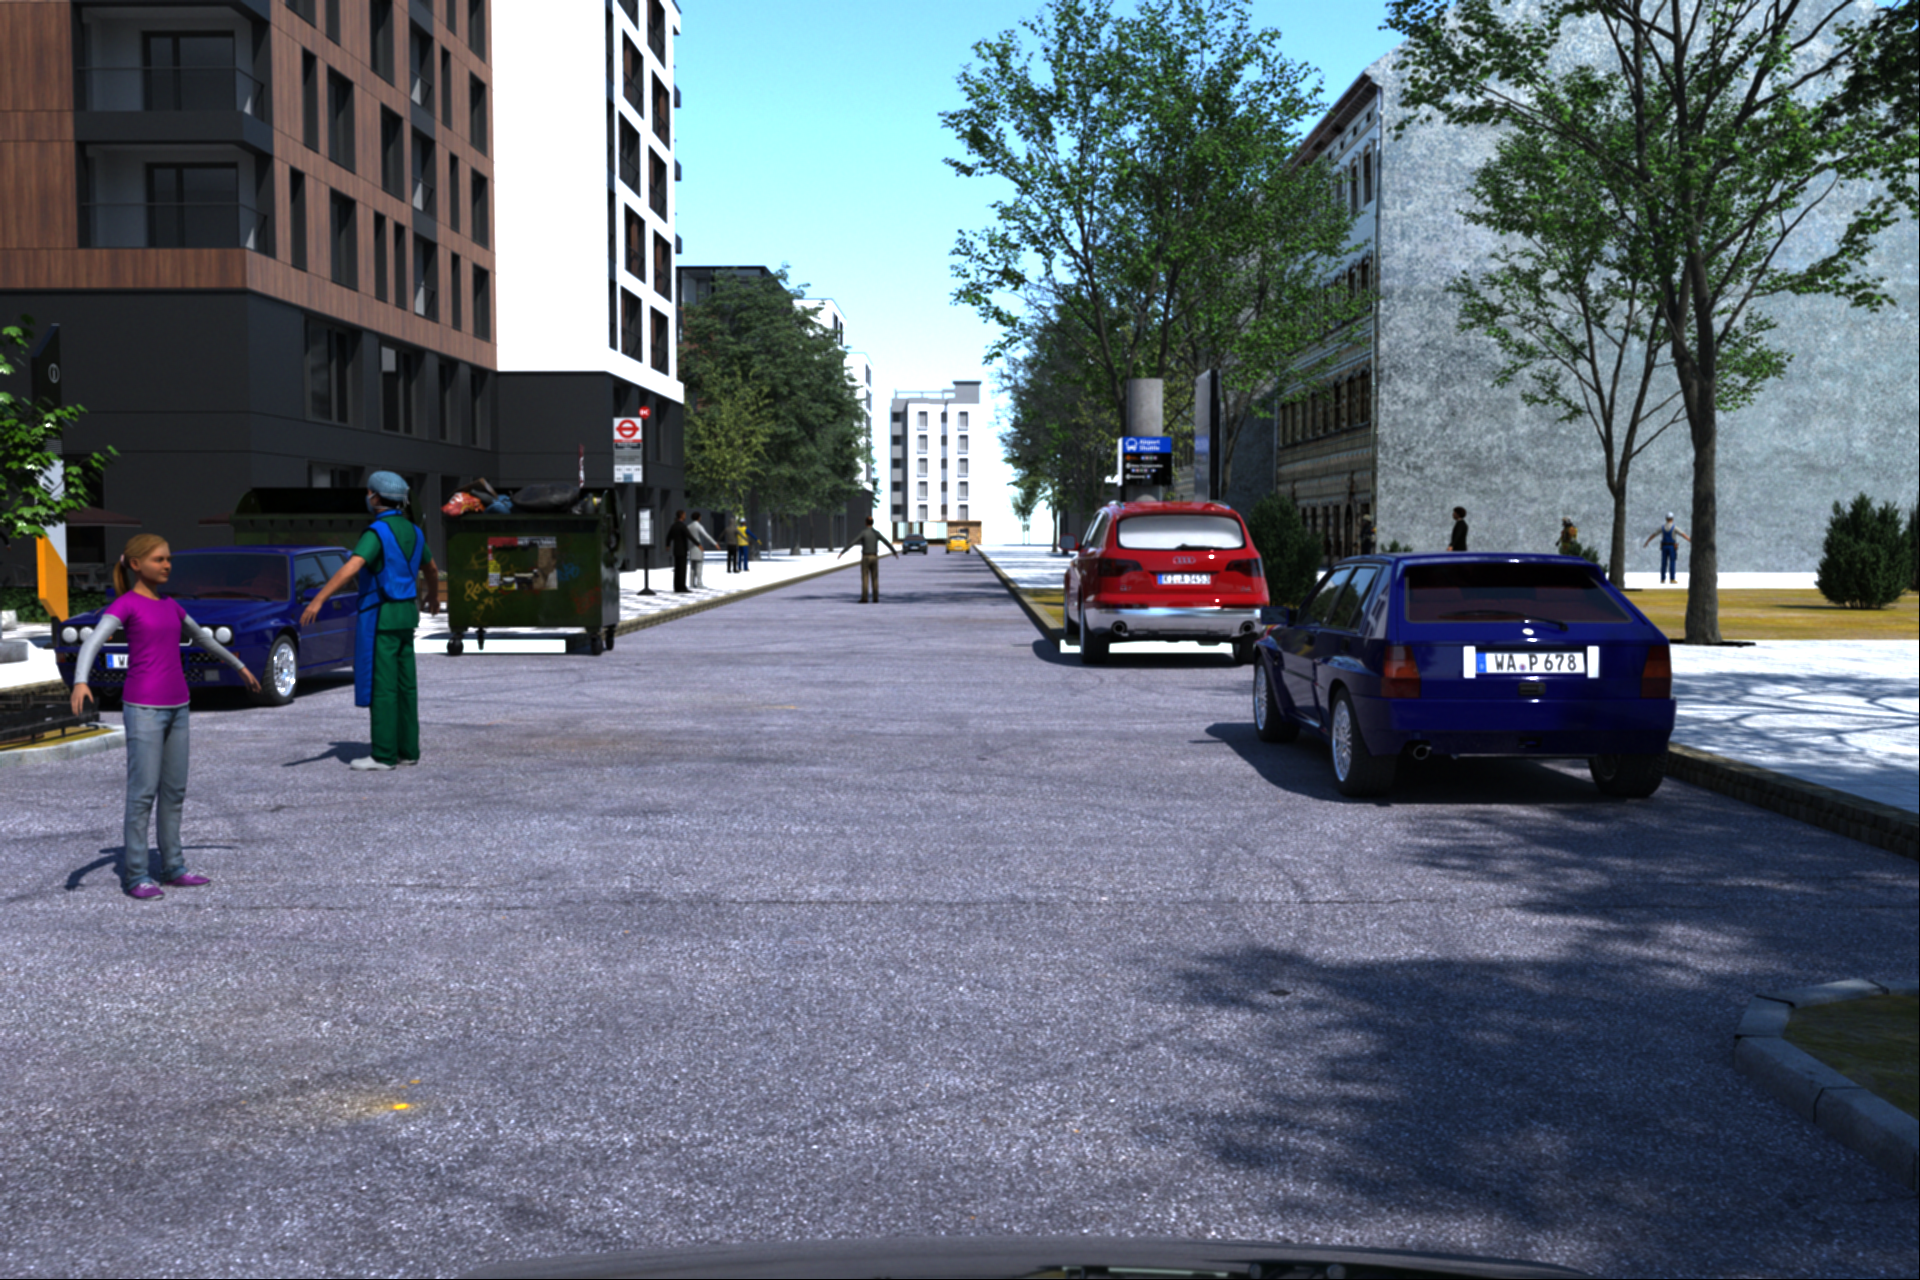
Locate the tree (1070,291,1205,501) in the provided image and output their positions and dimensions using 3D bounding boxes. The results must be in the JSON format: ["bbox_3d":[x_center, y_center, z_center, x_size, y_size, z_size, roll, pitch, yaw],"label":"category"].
[{"bbox_3d":[5.594,-6.152,50.947,4.737,8.622,4.395,0,3,0],"label":"tree"}]

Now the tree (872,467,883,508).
[{"bbox_3d":[-13.268,-18.381,218.652,7.486,12.596,7.792,0,3,0],"label":"tree"}]

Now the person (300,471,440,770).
[{"bbox_3d":[-3.534,-0.125,10.633,0.704,1.817,1.347,1,4,16],"label":"person"}]

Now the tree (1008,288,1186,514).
[{"bbox_3d":[5.785,-8.987,72.698,9.928,11.665,9.643,0,3,0],"label":"tree"}]

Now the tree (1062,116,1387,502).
[{"bbox_3d":[6.333,-7.107,41.949,9.928,11.665,9.643,0,3,0],"label":"tree"}]

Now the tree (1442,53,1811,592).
[{"bbox_3d":[14.773,-6.908,38.708,9.928,11.665,9.643,0,3,0],"label":"tree"}]

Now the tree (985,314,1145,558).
[{"bbox_3d":[6.368,-11.049,91.022,12.009,13.543,11.850,0,3,0],"label":"tree"}]

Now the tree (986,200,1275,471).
[{"bbox_3d":[6.129,-9.247,61.561,12.009,13.543,11.850,0,3,0],"label":"tree"}]

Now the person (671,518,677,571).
[{"bbox_3d":[-9.762,-3.293,59.779,0.705,1.837,1.347,-2,4,-32],"label":"person"}]

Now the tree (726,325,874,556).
[{"bbox_3d":[-9.730,-11.897,101.175,9.857,13.997,8.962,0,3,0],"label":"tree"}]

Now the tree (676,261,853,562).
[{"bbox_3d":[-9.721,-10.630,80.453,9.857,13.997,8.962,0,3,0],"label":"tree"}]

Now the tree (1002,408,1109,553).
[{"bbox_3d":[6.493,-11.712,117.251,9.928,11.665,9.643,0,3,0],"label":"tree"}]

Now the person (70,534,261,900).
[{"bbox_3d":[-3.153,0.296,6.889,0.599,1.433,0.991,1,4,17],"label":"person"}]

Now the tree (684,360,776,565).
[{"bbox_3d":[-9.538,-7.462,72.365,4.737,8.622,4.395,0,3,0],"label":"tree"}]

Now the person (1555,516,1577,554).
[{"bbox_3d":[18.880,-2.945,53.914,0.705,1.858,1.354,0,3,0],"label":"person"}]

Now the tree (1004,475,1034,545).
[{"bbox_3d":[8.065,-16.031,212.466,4.360,8.622,3.978,0,3,0],"label":"tree"}]

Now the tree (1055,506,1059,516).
[{"bbox_3d":[14.418,-16.333,217.409,4.360,8.622,3.978,0,3,0],"label":"tree"}]

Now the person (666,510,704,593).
[{"bbox_3d":[-6.047,-1.922,37.655,0.704,1.802,1.346,-3,5,-43],"label":"person"}]

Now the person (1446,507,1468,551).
[{"bbox_3d":[9.623,-1.672,33.529,0.705,1.806,1.347,2,4,24],"label":"person"}]

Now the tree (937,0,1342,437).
[{"bbox_3d":[3.426,-6.589,33.491,9.928,11.665,9.643,0,3,0],"label":"tree"}]

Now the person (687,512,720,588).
[{"bbox_3d":[-6.237,-2.137,41.125,1.347,1.806,0.705,3,4,38],"label":"person"}]

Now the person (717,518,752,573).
[{"bbox_3d":[-7.476,-3.110,56.978,1.348,1.813,0.705,2,4,25],"label":"person"}]

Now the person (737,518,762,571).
[{"bbox_3d":[-7.458,-3.280,59.593,1.349,1.833,0.705,2,4,24],"label":"person"}]

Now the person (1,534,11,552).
[{"bbox_3d":[-20.004,-1.763,35.552,0.721,1.740,1.216,1,4,20],"label":"person"}]

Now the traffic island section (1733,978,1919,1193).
[{"bbox_3d":[3.069,1.138,4.262,1.991,0.108,1.994,0,4,0],"label":"traffic island section"}]

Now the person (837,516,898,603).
[{"bbox_3d":[-1.885,-1.666,35.973,1.348,1.796,0.705,-2,4,-24],"label":"person"}]

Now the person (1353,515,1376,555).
[{"bbox_3d":[12.091,-2.805,51.641,0.705,1.856,1.354,-1,4,-11],"label":"person"}]

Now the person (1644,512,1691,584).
[{"bbox_3d":[18.442,-2.396,45.038,1.347,1.847,0.705,3,5,40],"label":"person"}]

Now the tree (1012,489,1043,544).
[{"bbox_3d":[8.488,-16.410,218.669,4.737,8.622,4.395,0,3,0],"label":"tree"}]

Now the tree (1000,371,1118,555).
[{"bbox_3d":[6.131,-11.441,105.192,7.486,12.596,7.792,0,3,0],"label":"tree"}]

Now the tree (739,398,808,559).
[{"bbox_3d":[-10.024,-8.496,89.274,4.360,8.622,3.978,0,3,0],"label":"tree"}]
